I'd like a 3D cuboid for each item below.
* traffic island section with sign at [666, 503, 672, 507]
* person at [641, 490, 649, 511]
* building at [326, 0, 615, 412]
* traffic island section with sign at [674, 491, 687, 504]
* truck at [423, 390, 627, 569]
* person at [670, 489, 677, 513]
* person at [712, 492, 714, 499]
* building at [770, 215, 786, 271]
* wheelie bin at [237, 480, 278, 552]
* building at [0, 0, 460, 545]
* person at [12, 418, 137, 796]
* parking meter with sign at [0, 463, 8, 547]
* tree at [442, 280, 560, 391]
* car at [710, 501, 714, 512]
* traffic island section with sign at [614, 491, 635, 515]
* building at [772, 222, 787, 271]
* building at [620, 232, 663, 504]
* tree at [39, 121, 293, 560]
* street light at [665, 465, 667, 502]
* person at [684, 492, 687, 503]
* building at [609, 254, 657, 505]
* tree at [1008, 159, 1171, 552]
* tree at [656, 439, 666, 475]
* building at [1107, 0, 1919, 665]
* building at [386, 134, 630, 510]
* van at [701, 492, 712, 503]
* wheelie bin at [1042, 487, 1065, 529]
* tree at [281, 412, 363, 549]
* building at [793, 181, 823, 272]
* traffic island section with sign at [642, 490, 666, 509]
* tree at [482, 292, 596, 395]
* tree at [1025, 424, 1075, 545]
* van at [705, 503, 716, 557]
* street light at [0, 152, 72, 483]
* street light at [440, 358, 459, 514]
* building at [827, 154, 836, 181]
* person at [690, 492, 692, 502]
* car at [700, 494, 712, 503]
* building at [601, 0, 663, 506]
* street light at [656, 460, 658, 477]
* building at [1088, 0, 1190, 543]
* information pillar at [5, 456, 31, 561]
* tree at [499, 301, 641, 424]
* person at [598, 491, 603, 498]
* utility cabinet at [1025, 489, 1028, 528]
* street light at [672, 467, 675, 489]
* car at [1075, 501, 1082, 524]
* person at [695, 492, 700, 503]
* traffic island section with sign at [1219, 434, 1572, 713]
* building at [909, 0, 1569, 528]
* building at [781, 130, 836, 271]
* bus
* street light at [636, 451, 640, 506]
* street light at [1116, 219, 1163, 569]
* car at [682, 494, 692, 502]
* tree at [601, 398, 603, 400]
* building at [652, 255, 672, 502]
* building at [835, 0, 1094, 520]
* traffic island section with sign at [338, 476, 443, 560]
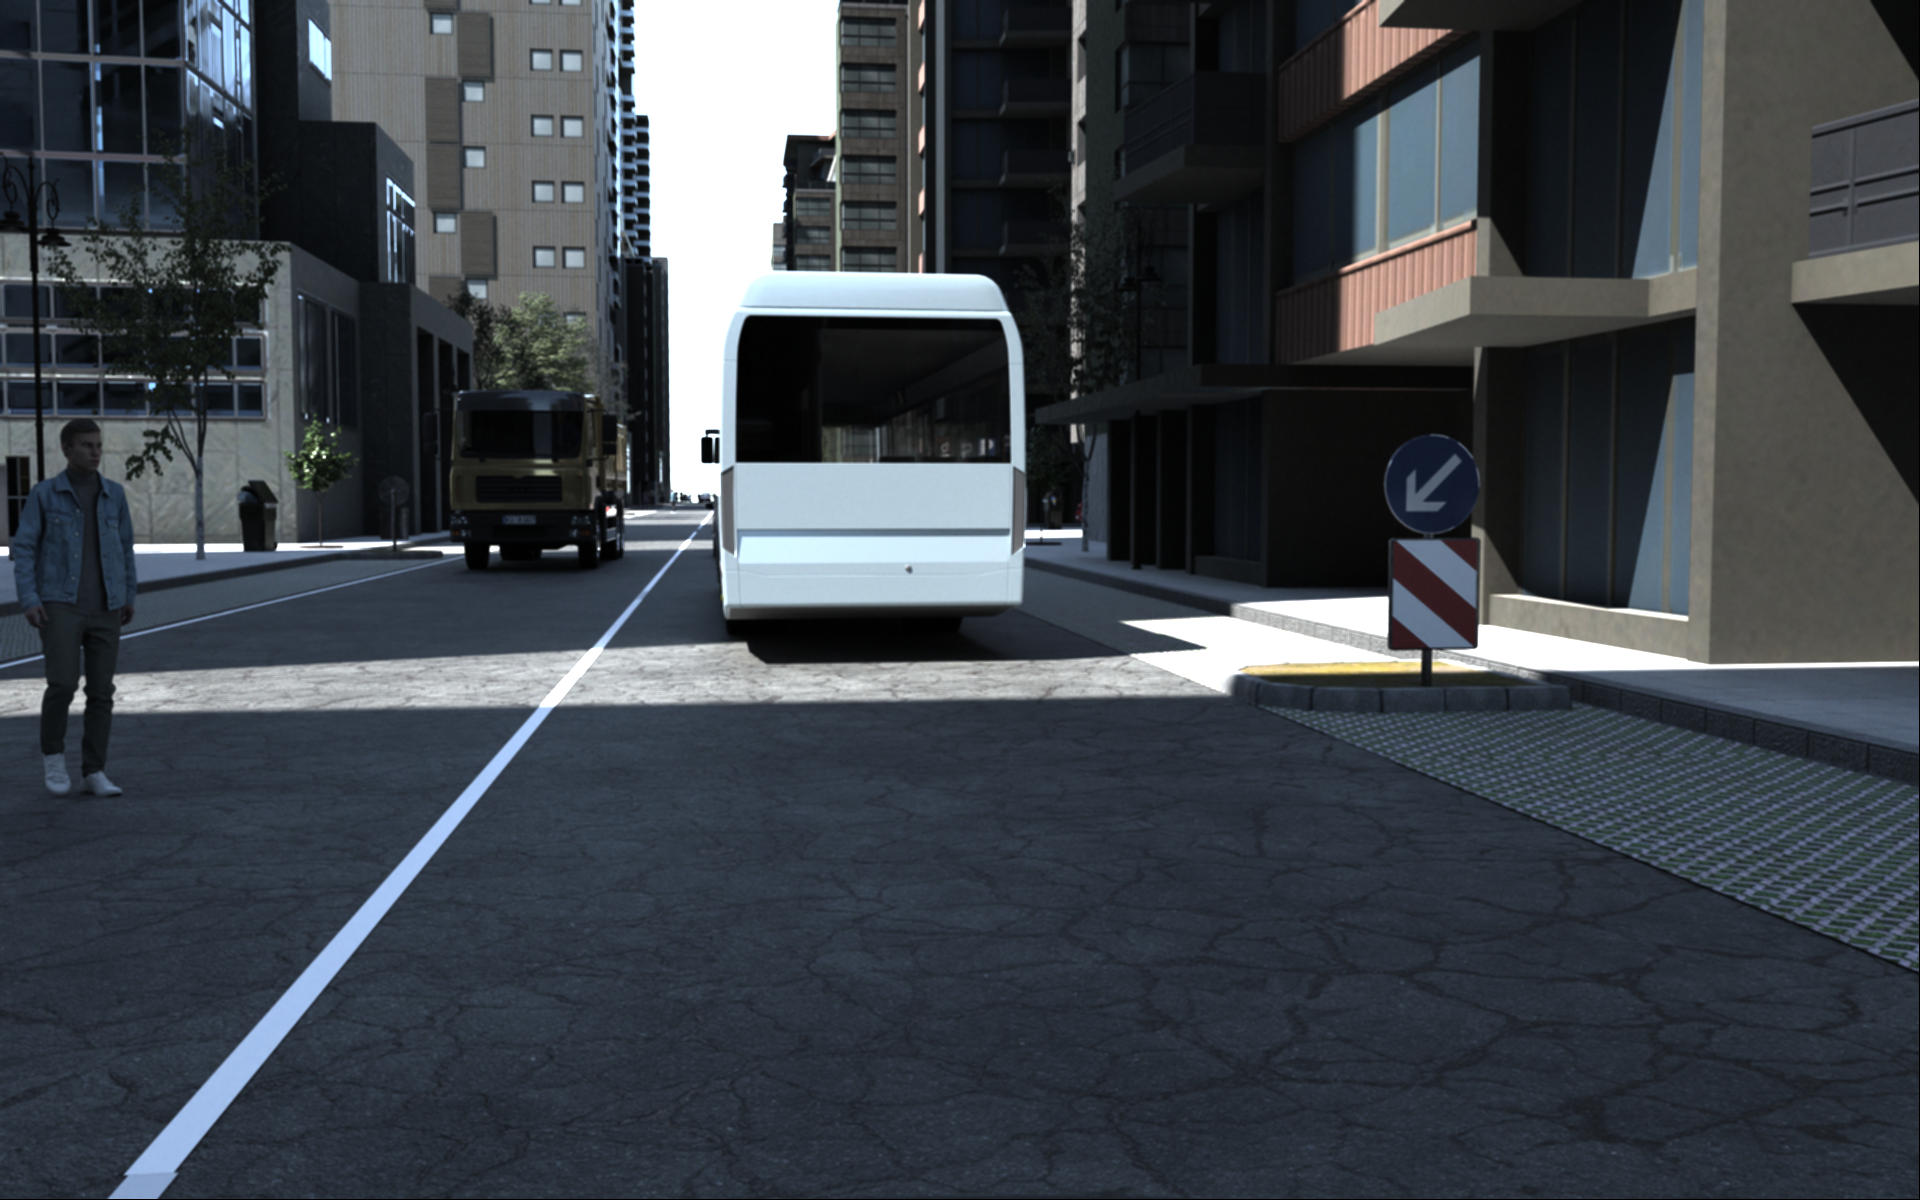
[{"bbox_3d":[-33.792,-11.514,196.888,1.989,1.847,2.006,0,4,-8],"label":"traffic island section with sign"},{"bbox_3d":[-27.252,-8.623,149.933,0.683,1.767,0.568,-1,4,-17],"label":"person"},{"bbox_3d":[-45.603,-34.661,155.944,28.713,52.752,27.495,0,4,-8],"label":"building"},{"bbox_3d":[-41.111,-14.858,251.552,1.989,1.847,2.006,0,4,-8],"label":"traffic island section with sign"},{"bbox_3d":[-8.428,-2.406,35.260,3.469,3.379,9.791,0,4,-7],"label":"truck"},{"bbox_3d":[-21.836,-7.565,132.208,0.620,1.820,0.660,1,4,12],"label":"person"},{"bbox_3d":[-41.678,-17.395,293.045,1.348,1.807,0.705,1,4,12],"label":"person"},{"bbox_3d":[-21.329,-41.101,295.696,21.300,48.544,21.600,0,4,-8],"label":"building"},{"bbox_3d":[-15.766,-1.891,38.828,0.693,1.594,0.980,0,4,8],"label":"wheelie bin"},{"bbox_3d":[-32.341,-45.117,50.341,31.000,86.520,22.319,0,4,-8],"label":"building"},{"bbox_3d":[-4.176,0.039,8.207,0.444,1.785,0.601,3,5,43],"label":"person"},{"bbox_3d":[-23.033,-2.793,41.925,1.738,3.016,0.543,-2,4,-30],"label":"parking meter with sign"},{"bbox_3d":[-21.004,-8.682,76.356,7.601,10.594,8.767,0,4,-2],"label":"tree"},{"bbox_3d":[-10.562,-4.313,80.110,1.945,1.707,3.694,-1,4,-9],"label":"car"},{"bbox_3d":[-23.391,-6.764,119.219,1.989,1.847,2.006,0,4,-8],"label":"traffic island section with sign"},{"bbox_3d":[-21.396,-35.416,262.643,14.154,41.232,14.086,0,4,-8],"label":"building"},{"bbox_3d":[-57.611,-33.399,237.948,32.217,40.220,23.993,0,4,-8],"label":"building"},{"bbox_3d":[-15.128,-5.099,33.738,4.737,8.622,4.395,0,3,0],"label":"tree"},{"bbox_3d":[-44.904,-17.868,264.936,0.468,5.910,1.993,0,4,-8],"label":"street light"},{"bbox_3d":[-43.305,-16.124,273.051,0.541,1.710,0.530,0,4,-5],"label":"person"},{"bbox_3d":[-44.143,-26.745,208.983,14.160,30.474,14.107,0,4,-8],"label":"building"},{"bbox_3d":[2.772,-5.401,38.665,4.360,8.622,3.978,0,3,0],"label":"tree"},{"bbox_3d":[-39.630,-16.564,221.179,4.737,8.622,4.395,0,3,0],"label":"tree"},{"bbox_3d":[14.048,-22.416,21.130,22.147,44.769,28.867,0,4,-8],"label":"building"},{"bbox_3d":[-46.405,-53.308,184.259,22.319,86.520,31.000,0,4,-8],"label":"building"},{"bbox_3d":[-41.340,-16.819,282.001,2.013,2.044,4.112,-1,4,-9],"label":"van"},{"bbox_3d":[3.398,-3.371,63.028,0.693,1.594,0.980,-1,4,-18],"label":"wheelie bin"},{"bbox_3d":[-15.349,-2.849,41.184,1.663,3.219,1.824,0,3,0],"label":"tree"},{"bbox_3d":[-8.628,-23.924,162.853,14.160,30.474,14.107,0,4,-8],"label":"building"},{"bbox_3d":[-30.183,-9.870,170.007,1.989,1.847,2.006,0,4,-8],"label":"traffic island section with sign"},{"bbox_3d":[-23.890,-10.993,97.861,7.486,12.596,7.792,0,3,0],"label":"tree"},{"bbox_3d":[2.183,-3.015,43.900,1.663,3.219,1.824,0,3,0],"label":"tree"},{"bbox_3d":[-4.983,-2.065,40.776,2.013,2.044,4.112,0,4,-8],"label":"van"},{"bbox_3d":[-12.719,-3.125,23.886,0.468,5.910,1.993,0,4,-8],"label":"street light"},{"bbox_3d":[-17.339,-5.275,59.040,0.468,5.910,1.993,0,4,-8],"label":"street light"},{"bbox_3d":[-1.112,-30.058,183.324,32.217,40.220,23.993,0,4,-8],"label":"building"},{"bbox_3d":[-46.934,-17.928,301.482,0.599,1.838,0.709,0,4,7],"label":"person"},{"bbox_3d":[-39.748,-15.944,269.719,2.155,1.783,4.494,0,4,-8],"label":"car"},{"bbox_3d":[-56.982,-58.231,264.745,22.319,86.520,31.000,0,4,-8],"label":"building"},{"bbox_3d":[-40.277,-15.722,229.843,0.468,5.910,1.993,0,4,-8],"label":"street light"},{"bbox_3d":[10.157,-17.067,50.741,14.160,30.474,14.107,0,4,-8],"label":"building"},{"bbox_3d":[-18.195,-1.774,33.498,0.304,2.012,0.304,1,4,14],"label":"information pillar"},{"bbox_3d":[-25.382,-12.214,110.069,12.009,13.543,11.850,0,3,0],"label":"tree"},{"bbox_3d":[-10.509,-2.555,50.546,0.520,1.790,0.573,1,4,19],"label":"person"},{"bbox_3d":[1.932,-3.438,64.895,1.173,1.500,0.318,1,4,17],"label":"utility cabinet"},{"bbox_3d":[-49.636,-20.027,300.229,0.468,5.910,1.993,0,4,-8],"label":"street light"},{"bbox_3d":[6.881,-3.703,69.584,4.494,1.783,2.155,0,4,-7],"label":"car"},{"bbox_3d":[-40.060,-15.621,264.433,0.750,1.759,0.617,-2,4,-35],"label":"person"},{"bbox_3d":[2.922,-0.220,12.227,1.989,1.847,2.006,0,4,-8],"label":"traffic island section with sign"},{"bbox_3d":[10.288,-26.230,83.480,28.867,44.769,22.147,0,4,-8],"label":"building"},{"bbox_3d":[-10.189,-33.928,209.351,22.147,44.769,28.867,0,4,-8],"label":"building"},{"bbox_3d":[-1.667,-1.598,20.979,2.948,3.499,13.247,-1,4,-8],"label":"bus"},{"bbox_3d":[-33.852,-12.802,182.102,0.468,5.910,1.993,0,4,-8],"label":"street light"},{"bbox_3d":[3.022,-3.463,29.402,0.468,5.910,1.993,0,4,-8],"label":"street light"},{"bbox_3d":[-46.731,-17.320,295.181,2.014,1.417,4.499,0,4,-8],"label":"car"},{"bbox_3d":[-27.493,-11.017,130.497,4.360,8.622,3.978,0,3,0],"label":"tree"},{"bbox_3d":[-55.719,-37.033,289.081,14.154,41.232,14.086,0,4,-8],"label":"building"},{"bbox_3d":[-0.574,-20.345,104.343,14.160,30.474,14.107,0,4,-8],"label":"building"},{"bbox_3d":[-12.566,-1.819,38.372,1.989,1.847,2.006,0,4,-8],"label":"traffic island section with sign"}]
